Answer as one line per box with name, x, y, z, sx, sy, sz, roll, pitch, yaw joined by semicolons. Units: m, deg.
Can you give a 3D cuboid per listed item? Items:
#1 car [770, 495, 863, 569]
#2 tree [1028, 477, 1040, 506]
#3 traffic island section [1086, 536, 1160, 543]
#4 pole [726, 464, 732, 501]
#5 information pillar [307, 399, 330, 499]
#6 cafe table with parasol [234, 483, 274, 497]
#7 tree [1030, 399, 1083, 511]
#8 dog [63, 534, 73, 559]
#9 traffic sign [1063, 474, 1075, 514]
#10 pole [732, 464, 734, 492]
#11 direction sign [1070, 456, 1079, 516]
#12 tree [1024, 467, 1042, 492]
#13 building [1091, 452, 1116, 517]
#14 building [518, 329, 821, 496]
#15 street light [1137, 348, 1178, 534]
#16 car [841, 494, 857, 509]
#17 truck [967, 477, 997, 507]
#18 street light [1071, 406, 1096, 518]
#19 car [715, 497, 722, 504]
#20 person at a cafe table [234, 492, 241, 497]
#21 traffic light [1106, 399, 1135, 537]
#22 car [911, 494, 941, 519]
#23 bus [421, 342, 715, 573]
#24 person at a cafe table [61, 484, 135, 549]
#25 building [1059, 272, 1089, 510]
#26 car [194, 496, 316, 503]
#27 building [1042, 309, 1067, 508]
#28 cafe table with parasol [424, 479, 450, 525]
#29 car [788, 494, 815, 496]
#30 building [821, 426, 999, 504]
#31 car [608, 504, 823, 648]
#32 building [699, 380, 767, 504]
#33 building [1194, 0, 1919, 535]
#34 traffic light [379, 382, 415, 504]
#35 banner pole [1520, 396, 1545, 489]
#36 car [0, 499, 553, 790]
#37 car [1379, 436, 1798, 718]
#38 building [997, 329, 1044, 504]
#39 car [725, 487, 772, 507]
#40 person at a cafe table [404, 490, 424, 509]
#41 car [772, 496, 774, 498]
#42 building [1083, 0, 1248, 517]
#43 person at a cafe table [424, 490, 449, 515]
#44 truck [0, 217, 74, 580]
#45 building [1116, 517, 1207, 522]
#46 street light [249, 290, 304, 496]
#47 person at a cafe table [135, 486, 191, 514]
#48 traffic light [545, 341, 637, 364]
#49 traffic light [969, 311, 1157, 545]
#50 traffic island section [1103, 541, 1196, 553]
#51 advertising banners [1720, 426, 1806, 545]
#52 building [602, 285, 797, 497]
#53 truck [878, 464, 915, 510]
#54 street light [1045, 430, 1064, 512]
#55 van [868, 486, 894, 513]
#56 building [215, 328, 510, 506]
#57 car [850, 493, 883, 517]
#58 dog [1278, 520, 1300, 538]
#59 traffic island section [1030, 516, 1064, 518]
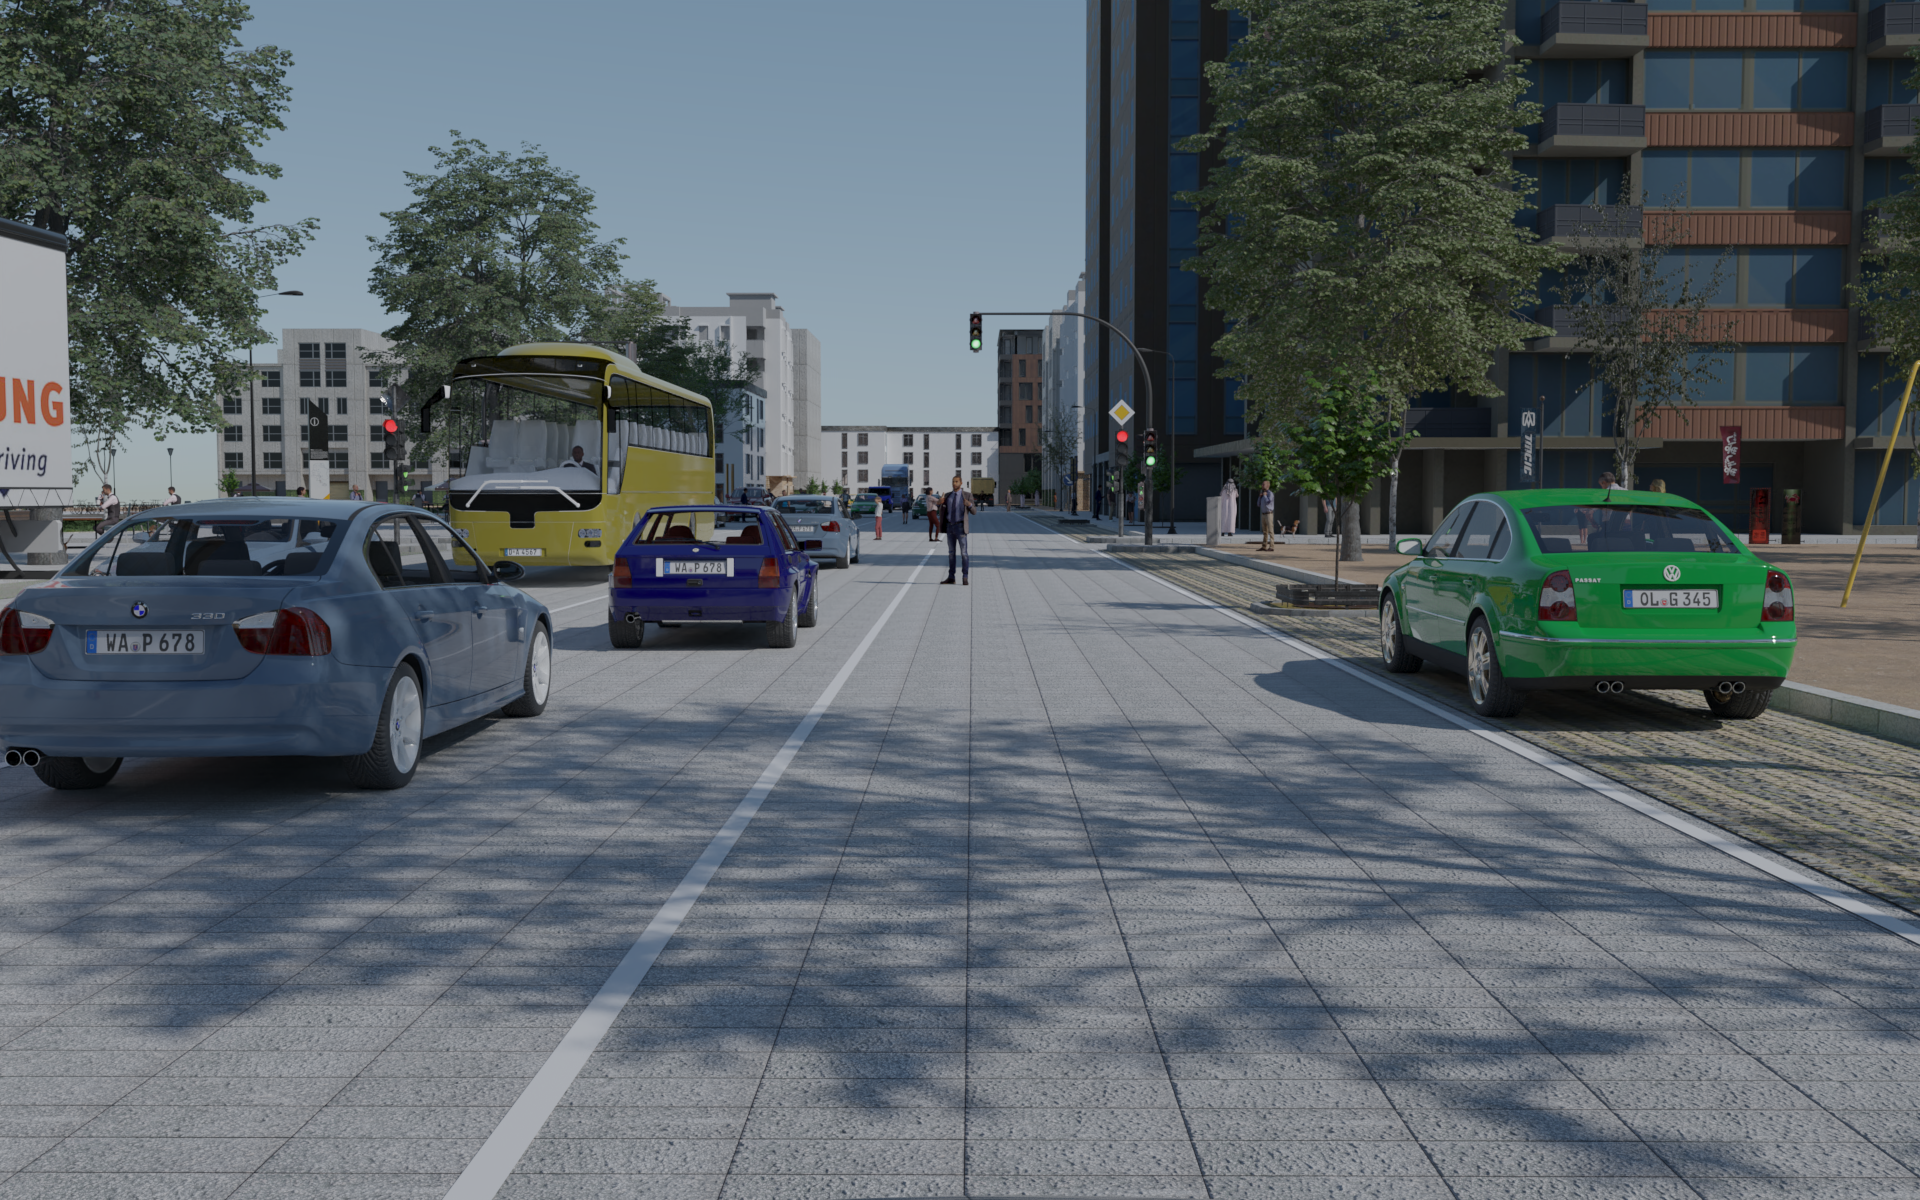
car;-2.979;-1.375;34.489;2.014;1.417;4.499;0;4;1
tree;8.095;-12.112;192.638;1.663;3.219;1.824;0;3;0
traffic island section;4.809;-1.788;51.514;2.009;0.180;2.903;0;4;0
pole;-15.578;-7.466;115.917;0.158;3.312;0.155;0;3;0
information pillar;-15.830;-3.142;42.732;0.504;3.616;0.183;-3;5;-41
cafe table with parasol;-39.979;-5.706;98.152;2.610;1.966;2.610;3;5;41
tree;7.697;-11.183;133.205;4.360;8.622;3.978;0;3;0
dog;-17.529;-1.021;33.528;0.406;0.507;0.540;1;4;22
traffic sign;6.938;-6.732;110.169;0.768;2.556;0.104;0;4;4
pole;-15.339;-7.523;116.849;0.158;3.312;0.155;0;3;0
direction sign;6.825;-6.854;104.054;0.379;3.537;0.876;-1;4;-22
tree;8.958;-13.470;203.954;4.285;4.588;4.351;0;3;0
building;18.751;-40.513;100.636;20.563;71.187;20.611;0;4;0
building;-32.006;-20.018;193.747;31.486;18.905;16.747;0;4;0
street light;6.254;-5.063;55.326;1.470;5.913;1.316;0;4;0
car;-9.363;-8.648;151.617;2.015;1.641;3.980;0;4;1
truck;2.551;-12.367;198.131;3.469;3.379;9.791;0;4;0
street light;6.547;-7.248;91.051;1.470;5.913;1.316;0;4;0
car;-11.091;-3.765;73.927;2.083;1.381;4.827;0;4;-1
person at a cafe table;-44.525;-6.017;106.899;1.698;1.524;1.622;-2;4;-28
traffic light;4.769;-3.821;51.400;0.839;4.253;0.868;0;4;0
car;-1.759;-5.342;99.144;2.131;1.459;4.920;0;4;2
bus;-6.597;-2.464;31.838;2.896;3.916;12.252;0;4;0
person at a cafe table;-20.604;-1.998;41.180;1.622;1.524;1.698;-2;4;-26
building;16.923;-18.139;152.988;16.016;20.091;11.380;0;4;0
car;-7.523;-0.390;18.375;2.014;1.417;4.499;0;4;0
building;17.287;-18.836;174.424;16.747;18.905;31.486;0;4;0
cafe table with parasol;-21.244;-4.139;72.535;2.610;1.966;2.610;2;4;26
car;-7.101;-4.040;77.857;2.131;1.459;4.920;0;4;2
building;-9.136;-16.797;216.781;28.070;9.664;9.099;0;4;0
car;-2.394;-0.298;17.454;1.945;1.354;3.894;0;4;0
building;-20.257;-12.179;141.274;9.099;9.664;28.070;0;4;0
building;23.464;-24.927;62.176;28.867;44.769;22.147;0;4;0
traffic light;-14.172;-3.341;43.540;0.839;4.253;0.868;0;4;0
banner pole;14.610;-3.311;44.151;0.863;3.779;0.401;-1;4;-18
car;-3.562;0.141;9.689;2.014;1.417;4.499;0;3;0
car;4.248;-0.221;12.411;1.959;1.807;4.718;0;4;2
building;21.287;-23.309;225.080;32.646;21.610;27.936;0;4;0
car;-10.864;-4.926;89.220;2.281;1.827;5.304;0;4;1
person at a cafe table;-39.615;-7.226;126.662;1.698;1.524;1.622;1;4;9
car;-13.510;-6.560;119.263;2.014;1.417;4.499;0;4;1
building;15.974;-28.667;118.819;14.600;45.320;14.200;0;4;0
person at a cafe table;-31.553;-5.976;106.216;1.698;1.524;1.622;0;4;5
truck;-11.012;-1.484;13.183;2.839;4.237;11.283;0;4;2
building;14.791;-26.543;84.081;14.600;45.320;14.200;0;4;0
street light;-15.664;-4.104;39.647;1.470;5.913;1.316;0;4;0
person at a cafe table;-24.863;-2.781;53.978;1.622;1.524;1.698;0;4;-2
traffic light;-12.020;-4.702;51.545;4.771;5.953;1.251;0;4;0
traffic light;2.616;-4.197;43.289;4.771;5.953;1.251;0;4;0
traffic island section;4.749;-1.300;43.529;2.009;0.180;2.903;0;4;0
advertising banners;20.446;-2.935;44.169;2.074;3.025;0.090;1;4;14
building;-24.014;-18.609;160.671;16.016;20.091;11.380;0;4;0
truck;-5.680;-10.466;160.875;2.967;4.110;18.799;0;4;0
street light;6.868;-9.418;126.533;1.470;5.913;1.316;0;4;0
van;-6.061;-7.739;130.912;2.240;2.365;5.245;0;4;-1
building;-63.752;-20.000;193.450;31.486;18.905;16.747;0;4;0
car;-5.780;-6.025;107.313;1.959;1.807;4.718;0;4;1
dog;9.683;-2.091;51.019;0.540;0.507;0.406;-1;4;-16
traffic island section;5.194;-4.927;103.420;1.991;0.108;1.994;0;4;0
